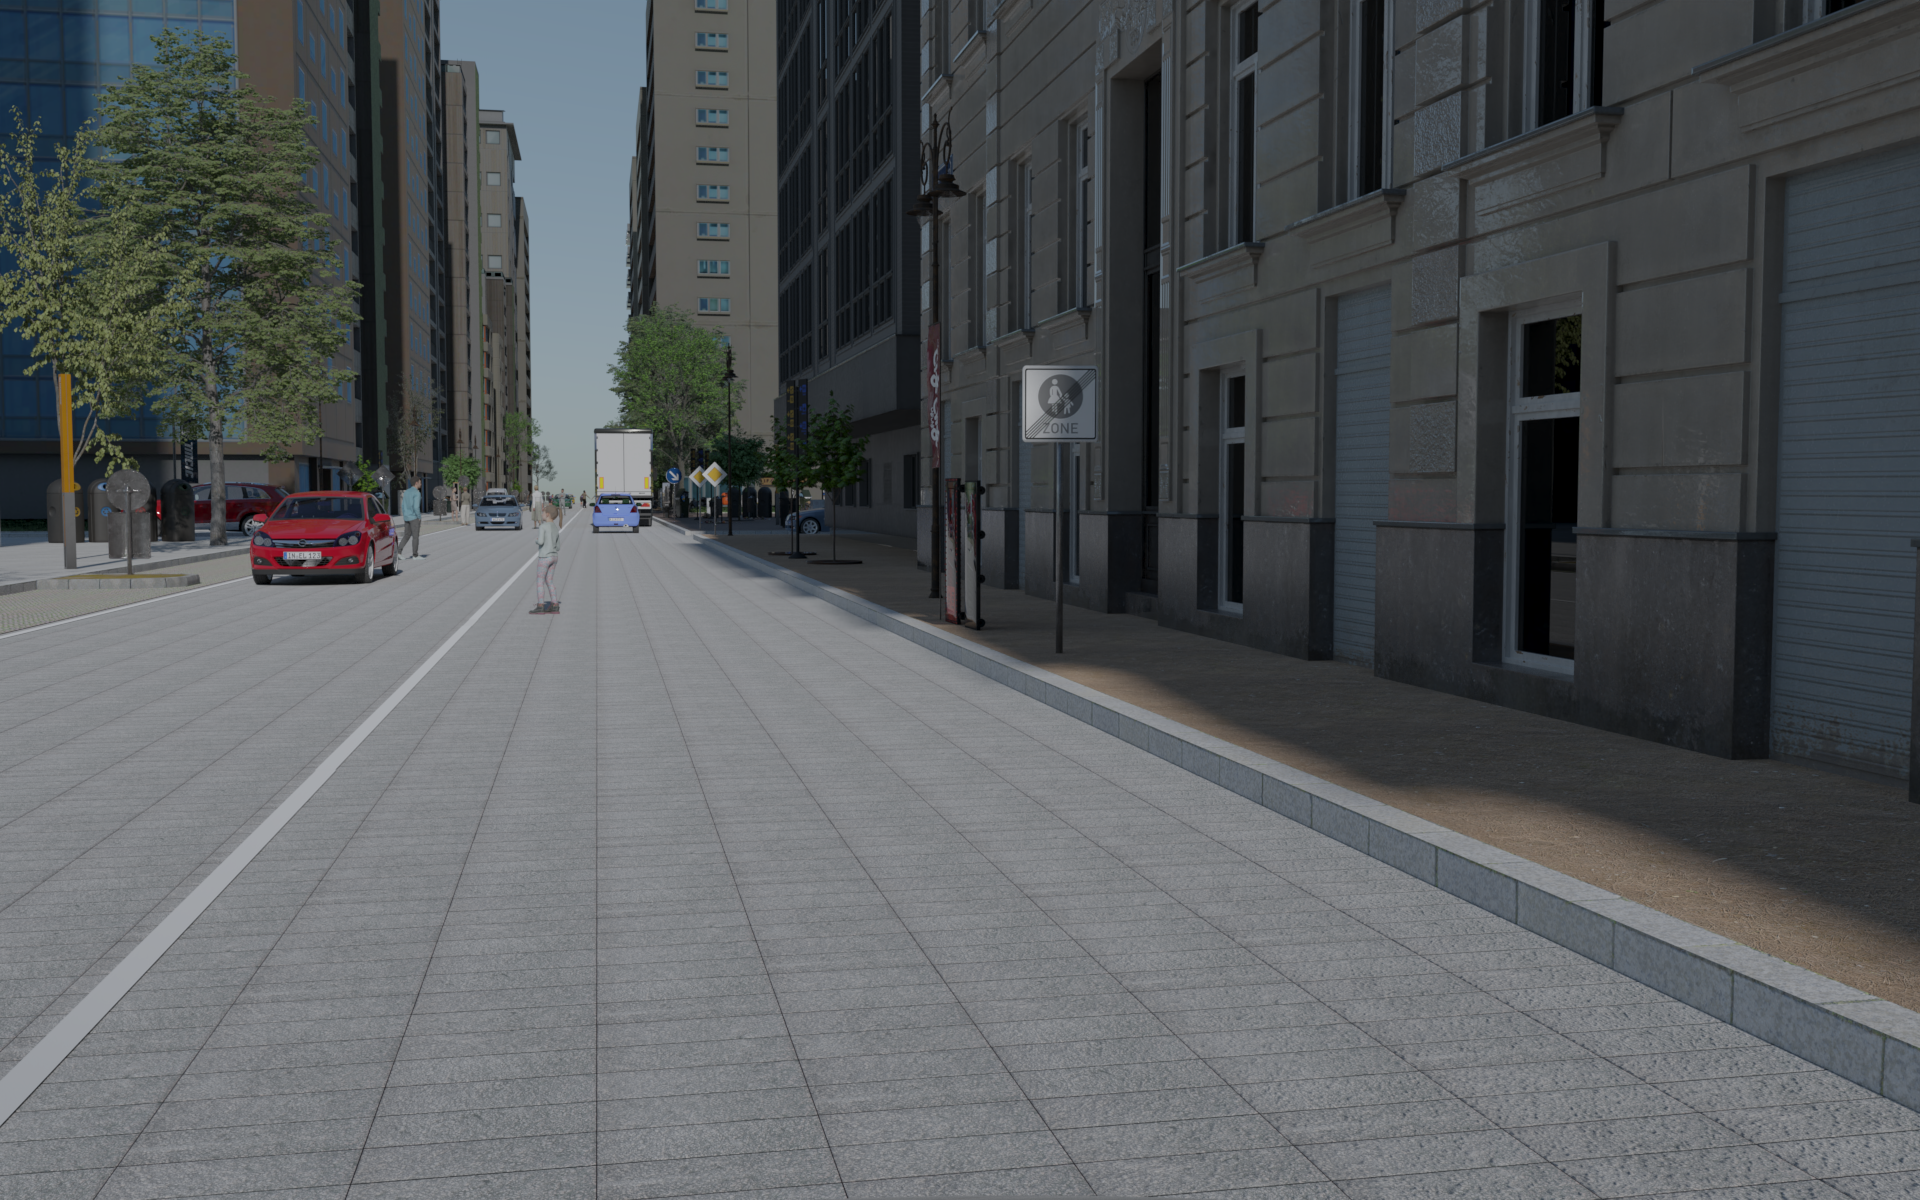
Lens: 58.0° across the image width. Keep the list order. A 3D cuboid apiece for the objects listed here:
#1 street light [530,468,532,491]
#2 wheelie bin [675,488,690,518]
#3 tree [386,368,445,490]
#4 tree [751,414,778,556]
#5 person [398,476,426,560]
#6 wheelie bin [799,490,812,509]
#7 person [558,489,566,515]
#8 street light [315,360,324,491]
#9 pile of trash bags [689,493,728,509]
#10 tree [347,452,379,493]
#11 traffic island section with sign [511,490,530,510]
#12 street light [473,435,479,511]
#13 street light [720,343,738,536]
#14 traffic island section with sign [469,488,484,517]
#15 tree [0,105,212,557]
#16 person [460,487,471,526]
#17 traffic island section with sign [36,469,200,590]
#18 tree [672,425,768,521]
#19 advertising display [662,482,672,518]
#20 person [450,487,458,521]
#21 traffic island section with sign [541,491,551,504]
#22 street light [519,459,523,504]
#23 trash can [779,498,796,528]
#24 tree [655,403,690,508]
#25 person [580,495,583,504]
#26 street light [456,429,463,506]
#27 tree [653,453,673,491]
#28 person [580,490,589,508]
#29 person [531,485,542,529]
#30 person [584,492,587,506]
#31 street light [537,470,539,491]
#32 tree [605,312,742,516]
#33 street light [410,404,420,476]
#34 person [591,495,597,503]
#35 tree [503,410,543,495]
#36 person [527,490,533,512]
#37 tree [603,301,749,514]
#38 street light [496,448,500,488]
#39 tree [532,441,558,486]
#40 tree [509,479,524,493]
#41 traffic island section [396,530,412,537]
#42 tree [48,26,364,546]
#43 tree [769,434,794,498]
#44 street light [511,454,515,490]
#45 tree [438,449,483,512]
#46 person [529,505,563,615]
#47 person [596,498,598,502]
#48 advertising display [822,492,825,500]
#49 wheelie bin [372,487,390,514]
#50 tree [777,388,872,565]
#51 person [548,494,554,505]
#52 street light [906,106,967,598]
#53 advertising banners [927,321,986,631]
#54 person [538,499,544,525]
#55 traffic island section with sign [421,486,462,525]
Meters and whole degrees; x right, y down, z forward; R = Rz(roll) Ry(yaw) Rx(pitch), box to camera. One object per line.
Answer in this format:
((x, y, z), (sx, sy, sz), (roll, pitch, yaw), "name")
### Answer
((-60.907, -16.707, 245.953), (0.468, 5.910, 1.993), (-1, 4, -12), "street light")
((-15.011, -5.249, 93.727), (0.693, 1.594, 0.980), (-2, 4, -34), "wheelie bin")
((-32.102, -9.218, 101.075), (4.360, 8.622, 3.978), (0, 3, 0), "tree")
((-3.508, -2.553, 36.337), (1.663, 3.219, 1.824), (0, 3, 0), "tree")
((-11.964, -1.781, 37.632), (0.660, 1.820, 0.620), (3, 4, 36), "person")
((-10.979, -7.010, 122.525), (0.980, 1.594, 0.693), (-3, 5, -40), "wheelie bin")
((-26.734, -6.583, 116.320), (0.511, 1.800, 0.466), (0, 4, -3), "person")
((-21.834, -5.283, 59.159), (0.468, 5.910, 1.993), (-1, 4, -12), "street light")
((-18.677, -7.350, 129.928), (1.912, 1.369, 3.447), (3, 5, 39), "pile of trash bags")
((-26.936, -5.070, 77.503), (1.663, 3.219, 1.824), (0, 3, 0), "tree")
((-40.299, -9.087, 157.197), (1.989, 1.847, 2.006), (-1, 4, -12), "traffic island section with sign")
((-37.544, -9.880, 134.325), (0.468, 5.910, 1.993), (-1, 4, -12), "street light")
((-7.069, -4.915, 53.141), (0.468, 5.910, 1.993), (-1, 4, -12), "street light")
((-30.030, -6.089, 108.181), (1.989, 1.847, 2.006), (-1, 4, -12), "traffic island section with sign")
((-17.213, -5.100, 33.747), (4.737, 8.622, 4.395), (0, 3, 0), "tree")
((-22.371, -4.235, 78.293), (0.362, 1.759, 0.519), (3, 5, 43), "person")
((-12.968, -1.114, 26.849), (1.989, 1.847, 2.006), (-1, 4, -12), "traffic island section with sign")
((-10.559, -6.041, 82.482), (4.285, 4.588, 4.351), (0, 3, 0), "tree")
((-15.586, -5.320, 92.198), (0.123, 1.923, 0.974), (-2, 4, -35), "advertising display")
((-24.812, -4.665, 85.105), (0.374, 1.781, 0.599), (-3, 4, -36), "person")
((-62.671, -15.613, 263.901), (1.989, 1.847, 2.006), (-1, 4, -12), "traffic island section with sign")
((-54.590, -14.838, 215.386), (0.468, 5.910, 1.993), (-1, 4, -12), "street light")
((-6.543, -3.322, 65.966), (0.748, 1.137, 0.748), (0, 3, 0), "trash can")
((-23.323, -11.370, 136.257), (4.360, 8.622, 3.978), (0, 3, 0), "tree")
((-43.514, -11.466, 199.209), (0.421, 1.427, 0.697), (0, 4, 3), "person")
((-34.575, -9.001, 119.959), (0.468, 5.910, 1.993), (-1, 4, -12), "street light")
((-20.881, -8.499, 122.669), (4.285, 4.588, 4.351), (0, 3, 0), "tree")
((-38.409, -10.317, 177.200), (1.348, 1.823, 0.705), (2, 4, 26), "person")
((-17.316, -3.809, 71.000), (0.478, 1.798, 0.641), (-2, 4, -29), "person")
((-44.045, -11.870, 203.504), (0.436, 1.711, 0.756), (-1, 4, -18), "person")
((-67.301, -18.566, 276.348), (0.468, 5.910, 1.993), (-1, 4, -12), "street light")
((-16.116, -10.640, 99.714), (9.928, 11.665, 9.643), (0, 3, 0), "tree")
((-28.158, -7.143, 89.569), (0.468, 5.910, 1.993), (-1, 4, -12), "street light")
((-33.297, -9.194, 158.803), (0.705, 1.826, 1.348), (2, 4, 25), "person")
((-53.932, -17.205, 207.063), (9.928, 11.665, 9.643), (0, 3, 0), "tree")
((-34.699, -8.020, 140.344), (1.217, 1.735, 0.721), (3, 5, 40), "person")
((-18.589, -12.640, 113.325), (9.857, 13.997, 8.962), (0, 3, 0), "tree")
((-44.050, -11.779, 165.374), (0.468, 5.910, 1.993), (-1, 4, -12), "street light")
((-70.578, -21.640, 288.223), (7.601, 10.594, 8.767), (-1, 4, -15), "tree")
((-51.405, -12.558, 199.921), (1.663, 3.219, 1.824), (0, 3, 0), "tree")
((-19.776, -2.269, 59.382), (2.009, 0.180, 2.903), (-1, 4, -12), "traffic island section")
((-18.995, -7.648, 43.180), (7.486, 12.596, 7.792), (0, 3, 0), "tree")
((-12.183, -10.776, 126.550), (4.360, 8.622, 3.978), (0, 3, 0), "tree")
((-50.606, -13.673, 196.342), (0.468, 5.910, 1.993), (-1, 4, -12), "street light")
((-36.551, -8.751, 126.796), (4.285, 4.588, 4.351), (0, 3, 0), "tree")
((-4.951, -0.482, 20.663), (0.394, 1.301, 0.425), (0, 4, 5), "person")
((-26.359, -7.223, 126.689), (0.616, 1.811, 0.778), (-3, 4, -37), "person")
((-7.519, -5.775, 99.633), (0.974, 1.923, 0.123), (-3, 4, -38), "advertising display")
((-26.667, -4.390, 79.689), (0.693, 1.594, 0.980), (-3, 4, -37), "wheelie bin")
((-2.448, -2.276, 31.822), (1.663, 3.219, 1.824), (0, 3, 0), "tree")
((-41.171, -9.956, 174.505), (0.697, 1.427, 0.421), (3, 5, 41), "person")
((-0.300, -2.961, 21.199), (0.468, 5.910, 1.993), (-1, 4, -12), "street light")
((-0.064, -1.278, 17.087), (0.090, 3.025, 2.074), (-1, 4, -14), "advertising banners")
((-19.171, -4.154, 79.011), (0.503, 1.515, 0.523), (-3, 4, -39), "person")
((-24.429, -4.459, 81.526), (1.989, 1.847, 2.006), (-1, 4, -12), "traffic island section with sign")
